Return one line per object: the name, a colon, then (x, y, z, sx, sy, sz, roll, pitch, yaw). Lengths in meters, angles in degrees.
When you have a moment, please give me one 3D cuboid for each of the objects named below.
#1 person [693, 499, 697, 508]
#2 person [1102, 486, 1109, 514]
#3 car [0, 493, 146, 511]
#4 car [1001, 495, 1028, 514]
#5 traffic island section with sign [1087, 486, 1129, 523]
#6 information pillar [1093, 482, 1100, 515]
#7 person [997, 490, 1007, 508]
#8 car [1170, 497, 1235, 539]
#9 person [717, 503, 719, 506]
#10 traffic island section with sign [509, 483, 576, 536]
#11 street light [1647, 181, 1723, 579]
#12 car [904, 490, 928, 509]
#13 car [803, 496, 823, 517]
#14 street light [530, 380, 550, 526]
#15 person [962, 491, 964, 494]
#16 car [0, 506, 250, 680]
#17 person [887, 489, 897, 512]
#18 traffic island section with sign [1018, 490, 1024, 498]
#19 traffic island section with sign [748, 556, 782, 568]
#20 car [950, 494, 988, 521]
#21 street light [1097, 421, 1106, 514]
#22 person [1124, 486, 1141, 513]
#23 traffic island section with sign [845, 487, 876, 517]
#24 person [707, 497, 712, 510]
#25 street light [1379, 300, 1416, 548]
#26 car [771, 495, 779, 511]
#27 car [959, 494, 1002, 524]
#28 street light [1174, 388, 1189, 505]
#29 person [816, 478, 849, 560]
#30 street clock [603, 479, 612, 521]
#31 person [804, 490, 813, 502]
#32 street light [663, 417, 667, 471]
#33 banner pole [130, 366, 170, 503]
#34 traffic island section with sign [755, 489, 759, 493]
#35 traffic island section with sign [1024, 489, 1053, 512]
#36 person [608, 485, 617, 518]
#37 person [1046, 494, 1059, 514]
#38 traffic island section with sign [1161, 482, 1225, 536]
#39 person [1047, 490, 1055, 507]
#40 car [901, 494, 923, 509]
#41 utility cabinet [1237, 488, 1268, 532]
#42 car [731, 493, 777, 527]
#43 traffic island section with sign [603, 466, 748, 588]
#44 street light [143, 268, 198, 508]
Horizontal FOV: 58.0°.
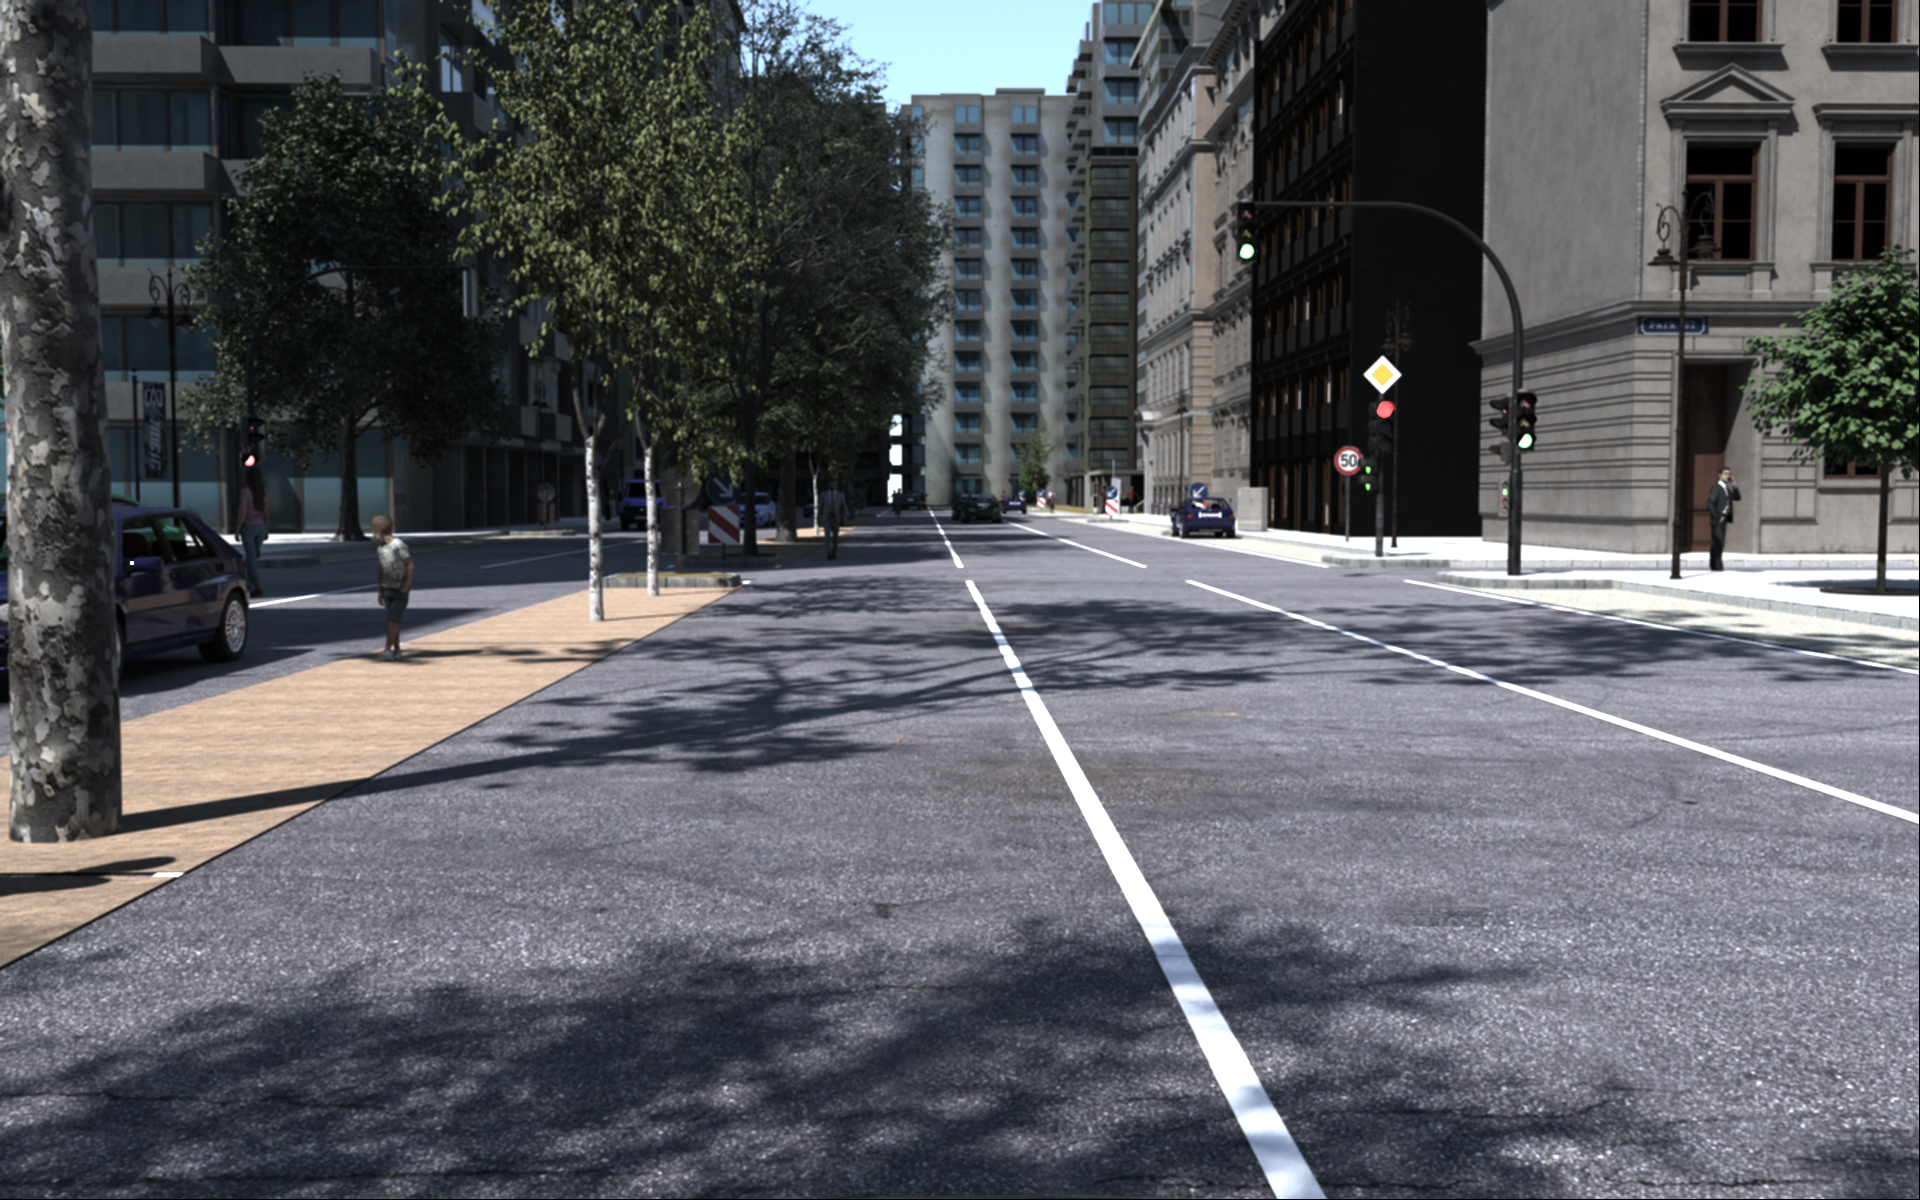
person: (-18.397, -6.880, 119.475, 0.436, 1.711, 0.756, 1, 4, 19)
person: (9.533, -6.591, 113.766, 0.705, 1.831, 1.348, 0, 4, -8)
car: (-10.873, -0.718, 20.531, 1.959, 1.807, 4.718, 0, 4, 0)
car: (3.927, -6.881, 125.088, 1.945, 1.354, 3.894, 0, 4, 1)
traffic island section with sign: (7.410, -4.794, 87.009, 1.989, 1.847, 2.006, 0, 4, -1)
information pillar: (8.464, -6.299, 107.481, 0.304, 2.012, 0.304, 2, 4, 33)
person: (3.301, -7.616, 133.743, 1.217, 1.735, 0.721, 2, 4, 31)
car: (7.909, -2.692, 56.600, 1.945, 1.354, 3.894, 0, 3, 0)
person: (-20.856, -8.696, 148.305, 1.350, 1.814, 0.705, 0, 4, -2)
traffic island section with sign: (-14.408, -3.144, 60.028, 1.989, 1.847, 2.006, 0, 4, -1)
street light: (10.802, -3.252, 25.963, 0.468, 5.910, 1.993, 0, 4, -1)
car: (-4.293, -9.773, 168.460, 2.281, 1.827, 5.304, 0, 4, 0)
car: (-8.731, -5.786, 107.177, 1.945, 1.354, 3.894, 0, 4, -1)
street light: (-16.949, -5.948, 70.035, 0.468, 5.910, 1.993, 0, 4, -1)
person: (0.248, -10.109, 174.304, 1.217, 1.766, 0.721, 1, 4, 22)
car: (-7.001, -0.057, 13.519, 1.945, 1.354, 3.894, 0, 4, -3)
person: (-5.327, -8.058, 140.332, 1.350, 1.814, 0.705, 3, 4, 37)
traffic island section with sign: (5.694, -9.505, 164.031, 1.989, 1.847, 2.006, 0, 4, -1)
traffic island section with sign: (-4.649, -1.621, 34.640, 2.006, 1.907, 1.989, 0, 4, -1)
car: (0.548, -5.050, 94.359, 2.131, 1.459, 4.920, 0, 4, -3)
street light: (8.947, -8.363, 109.517, 0.468, 5.910, 1.993, 0, 4, -1)
person: (11.354, -6.642, 114.583, 1.348, 1.831, 0.705, -2, 4, -29)
traffic island section with sign: (-6.333, -6.216, 109.760, 2.006, 1.907, 1.989, 0, 4, -1)
person: (-20.198, -8.121, 139.758, 0.436, 1.711, 0.756, -1, 4, -18)
street light: (10.404, -4.192, 41.327, 0.468, 5.910, 1.993, 0, 4, -1)
car: (-13.560, -7.195, 130.225, 1.945, 1.354, 3.894, 0, 3, 0)
car: (1.042, -4.515, 85.622, 2.131, 1.459, 4.920, 0, 4, -3)
street light: (9.632, -6.277, 75.424, 0.468, 5.910, 1.993, 0, 4, -1)
person: (-2.792, -1.780, 37.871, 0.678, 1.792, 0.850, -1, 4, -9)
street clock: (-17.091, -4.859, 84.017, 0.358, 2.002, 0.471, 1, 4, 23)
person: (-12.018, -7.892, 138.081, 0.990, 1.755, 0.434, 1, 4, 19)
street light: (-17.681, -8.033, 104.127, 0.468, 5.910, 1.993, 0, 4, -1)
banner pole: (-15.943, -2.691, 34.012, 0.401, 3.779, 0.863, 2, 4, 35)
traffic island section with sign: (-16.121, -7.822, 136.516, 1.989, 1.847, 2.006, 0, 4, -1)
traffic island section with sign: (6.292, -7.857, 137.083, 1.989, 1.847, 2.006, 0, 4, -1)
person: (-18.604, -5.252, 92.454, 0.519, 1.759, 0.362, 1, 4, 14)
person: (6.758, -7.035, 126.776, 1.065, 1.426, 0.557, -1, 4, -18)
traffic island section with sign: (8.020, -3.135, 59.885, 1.989, 1.847, 2.006, 0, 4, -1)
person: (8.753, -9.764, 166.623, 0.756, 1.711, 0.436, 1, 4, 16)
car: (-4.573, -9.222, 162.575, 2.131, 1.459, 4.920, 0, 4, 1)
utility cabinet: (9.938, -3.071, 58.892, 0.318, 1.500, 1.173, -2, 4, -34)
car: (-9.125, -4.104, 76.688, 1.945, 1.707, 3.694, 0, 4, 0)
traffic island section with sign: (-4.493, -1.168, 27.234, 2.006, 1.907, 1.989, 0, 4, -1)
street light: (-16.156, -3.841, 35.581, 0.468, 5.910, 1.993, 0, 4, -1)
